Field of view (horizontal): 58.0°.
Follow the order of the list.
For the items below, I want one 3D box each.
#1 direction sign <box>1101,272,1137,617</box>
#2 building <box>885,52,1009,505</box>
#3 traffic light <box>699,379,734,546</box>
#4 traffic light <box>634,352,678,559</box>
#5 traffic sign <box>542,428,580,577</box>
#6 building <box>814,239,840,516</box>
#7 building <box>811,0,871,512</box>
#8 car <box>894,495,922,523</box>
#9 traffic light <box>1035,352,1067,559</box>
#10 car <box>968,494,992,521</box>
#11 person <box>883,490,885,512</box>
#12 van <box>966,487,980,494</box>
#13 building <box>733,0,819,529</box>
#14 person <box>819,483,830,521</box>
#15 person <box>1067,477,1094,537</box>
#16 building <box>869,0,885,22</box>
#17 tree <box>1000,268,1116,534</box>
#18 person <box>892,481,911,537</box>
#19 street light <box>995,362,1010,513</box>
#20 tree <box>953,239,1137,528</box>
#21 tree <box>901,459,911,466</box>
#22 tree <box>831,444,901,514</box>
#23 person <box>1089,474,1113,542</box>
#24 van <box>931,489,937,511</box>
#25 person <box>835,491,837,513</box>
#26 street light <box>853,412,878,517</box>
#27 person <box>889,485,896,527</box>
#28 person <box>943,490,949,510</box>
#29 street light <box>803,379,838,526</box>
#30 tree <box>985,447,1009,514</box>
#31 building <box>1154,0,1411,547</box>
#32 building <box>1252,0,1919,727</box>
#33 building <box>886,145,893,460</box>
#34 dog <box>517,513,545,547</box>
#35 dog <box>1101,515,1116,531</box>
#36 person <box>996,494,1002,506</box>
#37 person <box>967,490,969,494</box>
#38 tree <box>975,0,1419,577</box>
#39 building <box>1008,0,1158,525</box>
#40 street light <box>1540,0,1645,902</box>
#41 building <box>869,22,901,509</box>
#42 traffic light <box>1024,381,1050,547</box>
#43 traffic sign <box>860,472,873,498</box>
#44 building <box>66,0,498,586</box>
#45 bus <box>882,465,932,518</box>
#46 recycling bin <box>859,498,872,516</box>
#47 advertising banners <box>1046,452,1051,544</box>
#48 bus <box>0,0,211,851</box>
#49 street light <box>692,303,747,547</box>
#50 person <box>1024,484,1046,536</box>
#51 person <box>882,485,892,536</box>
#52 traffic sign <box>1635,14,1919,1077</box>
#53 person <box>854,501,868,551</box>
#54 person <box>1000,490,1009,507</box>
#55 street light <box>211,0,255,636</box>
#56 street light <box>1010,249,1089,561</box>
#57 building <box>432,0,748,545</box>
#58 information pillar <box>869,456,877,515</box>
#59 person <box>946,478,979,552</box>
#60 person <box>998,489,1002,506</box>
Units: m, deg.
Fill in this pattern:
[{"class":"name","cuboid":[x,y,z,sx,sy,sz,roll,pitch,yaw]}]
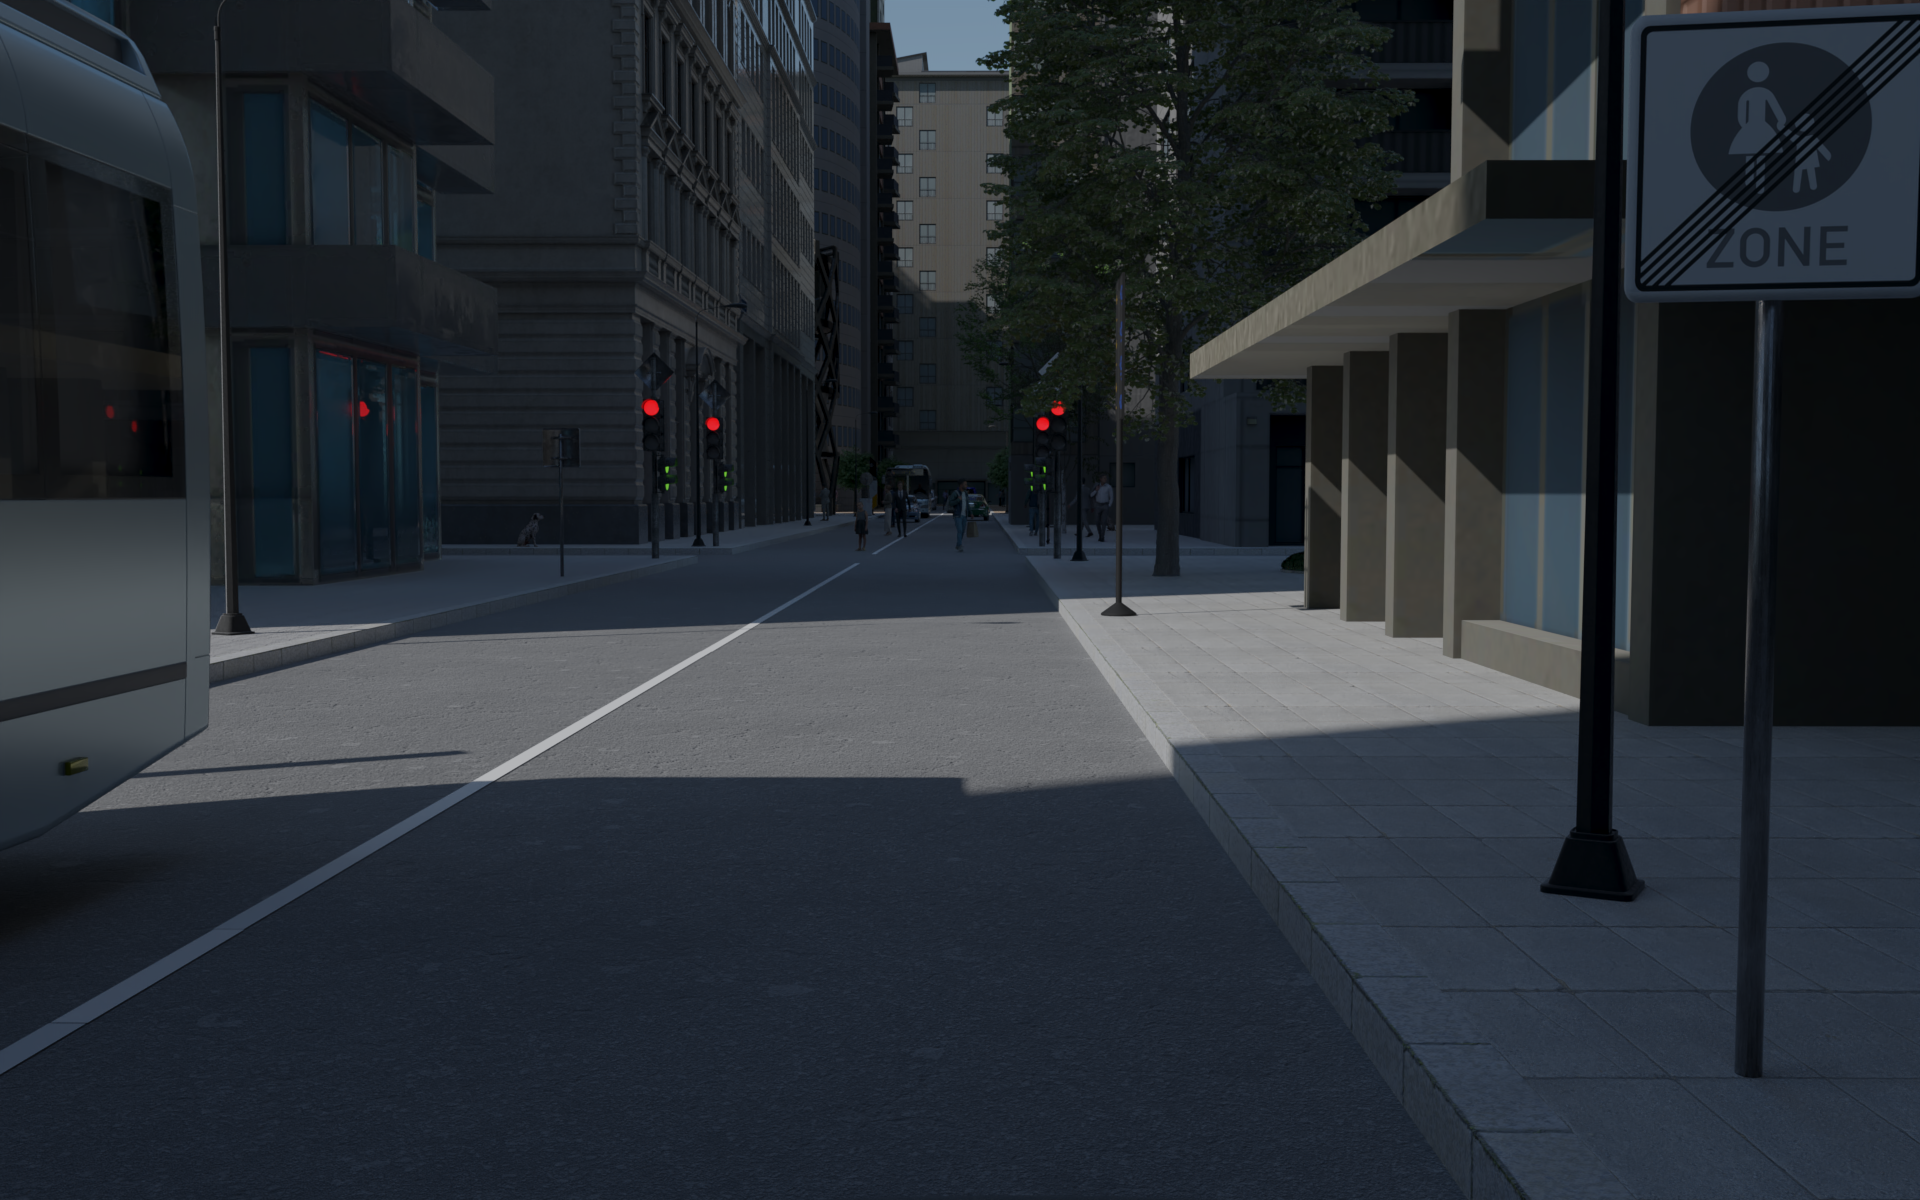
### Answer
[{"class":"direction sign","cuboid":[1.678,-1.603,18.206,0.379,3.537,0.876,0,4,1]},{"class":"building","cuboid":[4.199,-38.317,215.725,27.495,52.752,28.713,0,4,1]},{"class":"traffic light","cuboid":[-5.970,-3.268,42.354,0.839,4.253,0.868,0,4,1]},{"class":"traffic light","cuboid":[-6.047,-2.780,34.369,0.839,4.253,0.868,0,4,1]},{"class":"traffic sign","cuboid":[-6.183,-1.513,26.866,0.606,2.300,0.079,1,4,10]},{"class":"building","cuboid":[-15.621,-14.349,102.052,16.820,18.784,16.811,0,4,1]},{"class":"building","cuboid":[-18.167,-36.013,130.813,21.231,58.520,28.212,0,4,1]},{"class":"car","cuboid":[-2.901,-4.655,88.111,2.014,1.417,4.499,0,4,0]},{"class":"traffic light","cuboid":[1.914,-2.776,34.308,0.839,4.253,0.868,0,4,1]},{"class":"car","cuboid":[0.657,-5.041,94.212,2.131,1.459,4.920,0,4,2]},{"class":"person","cuboid":[-5.256,-7.276,125.461,0.568,1.767,0.683,0,4,5]},{"class":"van","cuboid":[0.679,-9.670,162.489,2.240,2.365,5.245,0,4,2]},{"class":"building","cuboid":[-13.311,-18.370,77.842,11.434,29.767,29.804,0,4,1]},{"class":"person","cuboid":[-6.530,-4.705,83.152,0.466,1.800,0.511,2,4,31]},{"class":"person","cuboid":[3.681,-2.776,51.710,0.850,1.792,0.678,3,5,44]},{"class":"building","cuboid":[-19.903,-47.289,211.432,20.611,71.187,20.563,0,4,1]},{"class":"tree","cuboid":[3.359,-6.454,55.882,4.360,8.622,3.978,0,3,0]},{"class":"person","cuboid":[-1.942,-3.019,57.642,0.659,1.850,0.755,0,4,-5]},{"class":"street light","cuboid":[2.058,-5.412,61.025,1.470,5.913,1.316,0,4,1]},{"class":"tree","cuboid":[3.290,-8.596,66.300,9.928,11.665,9.643,0,3,0]},{"class":"tree","cuboid":[-5.527,-9.568,140.146,4.285,4.588,4.351,0,3,0]},{"class":"tree","cuboid":[-6.997,-7.955,113.772,4.285,4.588,4.351,0,3,0]},{"class":"person","cuboid":[3.803,-2.485,46.765,0.679,1.850,0.850,1,4,12]},{"class":"van","cuboid":[-2.954,-8.869,152.019,2.013,2.044,4.112,0,4,2]},{"class":"person","cuboid":[-8.534,-6.772,116.773,0.555,1.821,0.388,1,4,9]},{"class":"street light","cuboid":[-5.331,-7.658,97.751,1.470,5.913,1.316,0,4,1]},{"class":"person","cuboid":[-2.948,-4.026,74.504,0.419,1.800,0.721,2,4,33]},{"class":"person","cuboid":[-1.220,-9.053,156.378,0.709,1.838,0.599,-3,4,-36]},{"class":"street light","cuboid":[-5.647,-5.971,70.168,1.470,5.913,1.316,0,4,1]},{"class":"tree","cuboid":[3.311,-7.863,112.279,4.285,4.588,4.351,0,3,0]},{"class":"building","cuboid":[17.045,-37.399,49.726,20.611,71.187,20.563,0,4,1]},{"class":"building","cuboid":[13.397,-21.470,5.659,22.147,44.769,28.867,0,4,1]},{"class":"building","cuboid":[-14.304,-30.723,185.910,14.086,41.232,14.154,0,4,1]},{"class":"dog","cuboid":[-10.598,-1.706,42.279,0.800,0.831,0.513,2,4,32]},{"class":"dog","cuboid":[5.204,-2.793,60.038,0.800,0.831,0.513,2,4,32]},{"class":"person","cuboid":[4.425,-11.330,192.003,1.217,1.736,0.721,-2,4,-34]},{"class":"person","cuboid":[0.668,-8.393,146.249,1.217,1.766,0.721,1,4,18]},{"class":"tree","cuboid":[3.584,-6.660,27.020,7.486,12.596,7.792,0,3,0]},{"class":"building","cuboid":[9.195,-24.097,77.577,14.154,41.232,14.086,0,4,1]},{"class":"street light","cuboid":[1.513,-2.013,5.456,1.470,5.913,1.316,0,4,1]},{"class":"building","cuboid":[-16.879,-30.892,159.708,22.147,44.769,28.867,0,4,1]},{"class":"traffic light","cuboid":[1.991,-3.264,42.293,0.839,4.253,0.868,0,4,1]},{"class":"traffic sign","cuboid":[-5.511,-6.237,102.081,0.768,2.556,0.104,0,4,1]},{"class":"building","cuboid":[-22.992,-24.677,23.074,30.456,49.044,23.786,0,4,1]},{"class":"bus","cuboid":[-3.118,-6.846,106.784,2.948,3.499,13.247,0,4,0]},{"class":"recycling bin","cuboid":[-5.512,-5.427,101.280,0.722,1.027,0.722,0,4,0]},{"class":"advertising banners","cuboid":[2.307,-2.983,44.964,0.090,3.025,2.074,0,4,4]},{"class":"bus","cuboid":[-4.277,-0.329,0.233,2.948,3.499,13.247,0,4,0]},{"class":"street light","cuboid":[-5.864,-4.263,42.244,1.470,5.913,1.316,0,4,1]},{"class":"person","cuboid":[2.325,-2.859,53.128,0.623,1.781,0.721,-1,4,-17]},{"class":"person","cuboid":[-2.535,-3.118,60.022,0.362,1.759,0.519,0,4,-7]},{"class":"traffic sign","cuboid":[1.742,-0.100,3.759,0.606,2.300,0.079,1,4,10]},{"class":"person","cuboid":[-2.474,-1.851,43.427,0.362,1.253,0.373,2,4,32]},{"class":"person","cuboid":[4.362,-10.092,171.766,1.217,1.735,0.721,-3,5,-43]},{"class":"street light","cuboid":[-6.114,-2.638,15.665,1.470,5.913,1.316,0,4,1]},{"class":"street light","cuboid":[1.747,-3.700,33.039,1.470,5.913,1.316,0,4,1]},{"class":"building","cuboid":[-12.839,-13.676,52.483,11.050,23.489,19.941,0,4,1]},{"class":"information pillar","cuboid":[-5.350,-7.054,106.685,0.504,3.616,0.183,1,4,16]},{"class":"person","cuboid":[0.069,-2.096,42.759,0.794,1.824,0.713,-2,4,-28]},{"class":"person","cuboid":[4.266,-10.764,182.019,0.705,1.826,1.348,-1,4,-17]}]
